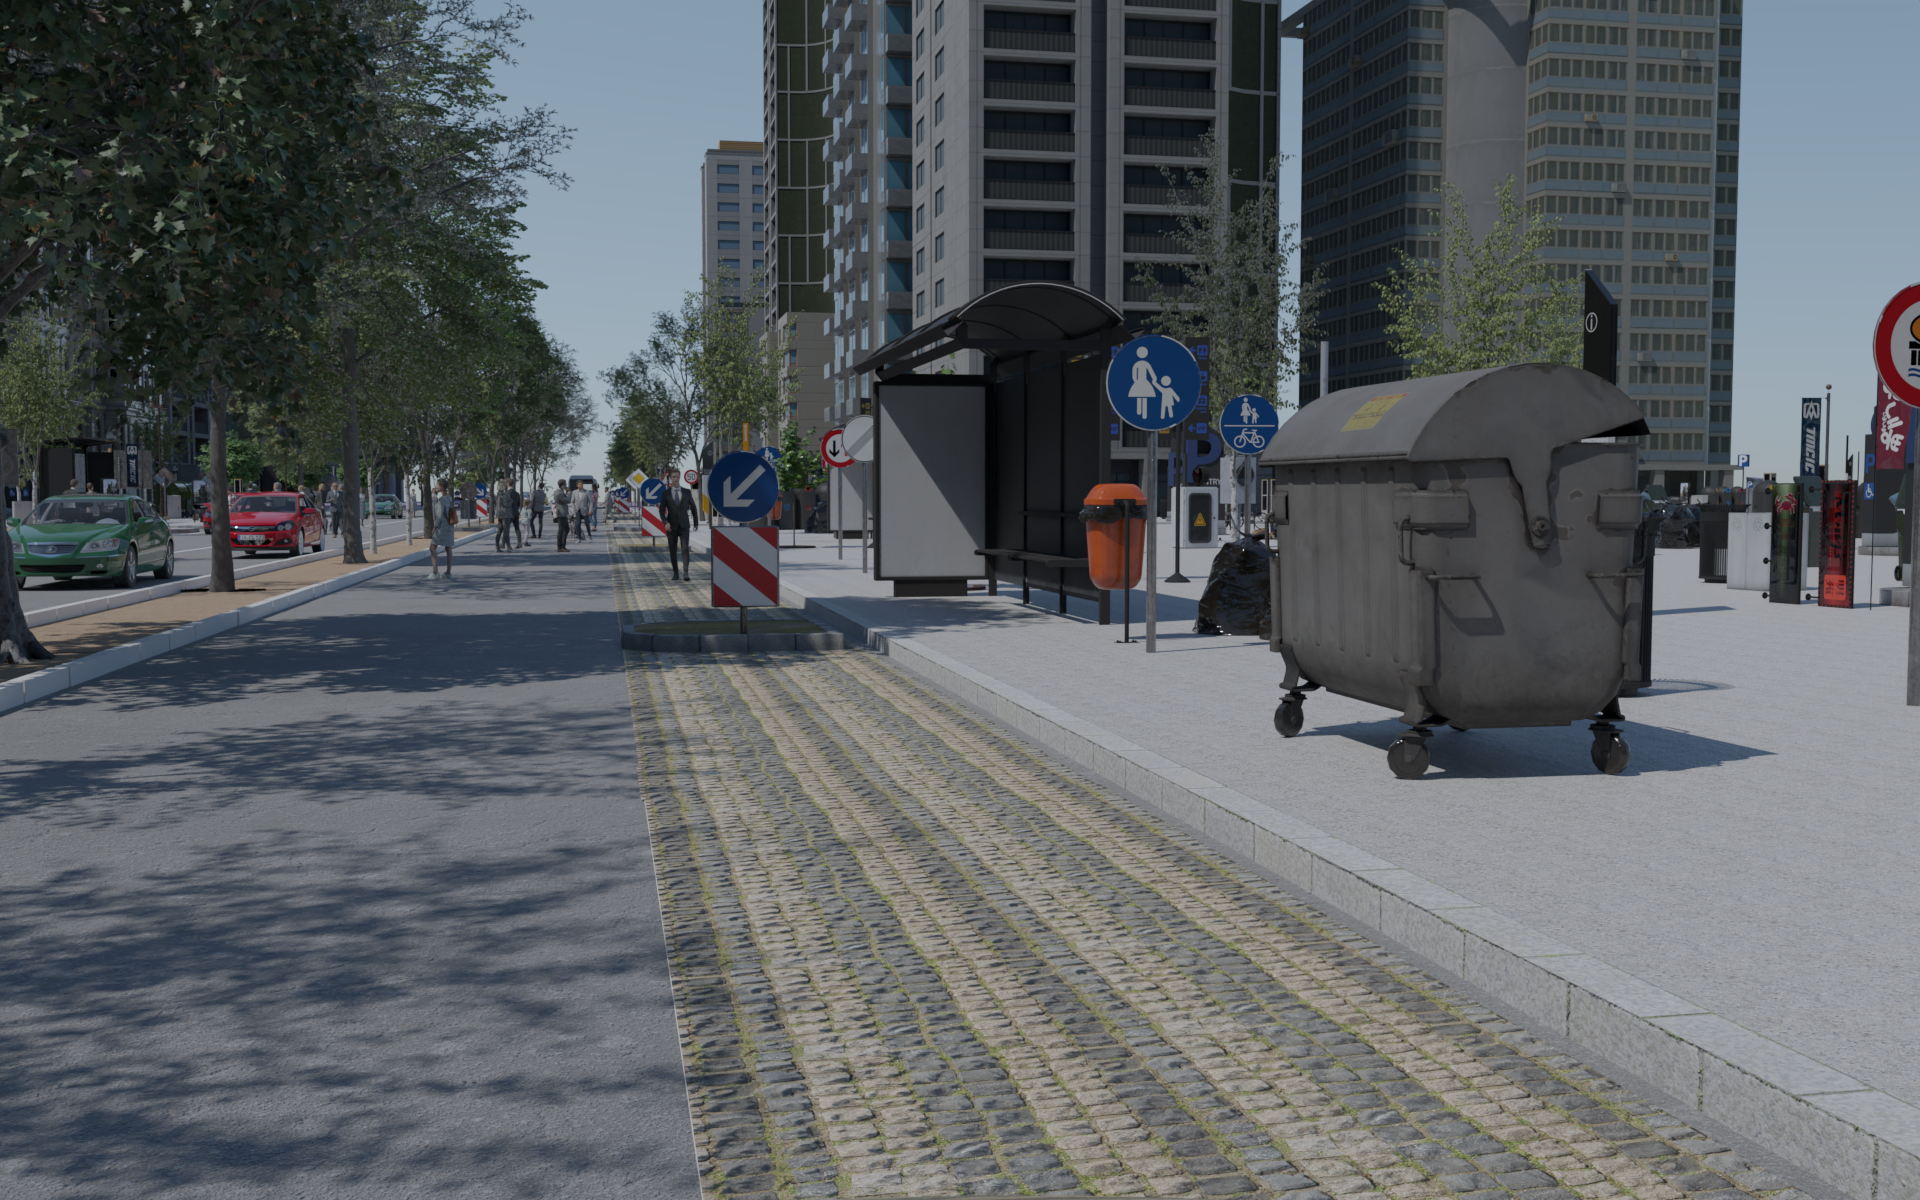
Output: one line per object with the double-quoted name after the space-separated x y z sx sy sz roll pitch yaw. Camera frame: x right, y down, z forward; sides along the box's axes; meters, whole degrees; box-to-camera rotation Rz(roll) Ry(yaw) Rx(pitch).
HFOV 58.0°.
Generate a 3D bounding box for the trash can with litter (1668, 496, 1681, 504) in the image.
26.982 -3.377 66.266 1.678 1.210 2.233 -3 5 -40 "trash can with litter"

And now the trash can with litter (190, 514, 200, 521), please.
-36.757 -4.440 83.989 1.055 1.170 0.624 -2 4 -31 "trash can with litter"

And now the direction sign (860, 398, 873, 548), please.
-2.039 -2.997 41.002 0.379 3.537 0.876 3 5 42 "direction sign"

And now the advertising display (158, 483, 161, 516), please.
-41.061 -5.117 88.882 0.123 1.923 0.974 -2 4 -24 "advertising display"

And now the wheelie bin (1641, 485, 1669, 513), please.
23.414 -3.096 58.524 0.980 1.594 0.693 -1 4 -15 "wheelie bin"

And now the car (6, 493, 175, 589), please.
-13.920 -0.977 27.767 2.131 1.459 4.920 -1 4 -14 "car"

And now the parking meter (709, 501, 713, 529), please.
-8.972 -3.524 63.330 0.399 1.863 0.255 0 4 1 "parking meter"

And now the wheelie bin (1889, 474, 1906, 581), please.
14.155 -1.072 25.428 0.693 1.594 0.980 -3 5 -41 "wheelie bin"

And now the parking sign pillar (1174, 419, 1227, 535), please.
7.659 -4.030 54.362 1.447 3.967 1.447 0 4 -4 "parking sign pillar"

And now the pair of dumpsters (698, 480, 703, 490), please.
-18.071 -7.506 125.223 1.574 2.255 4.437 -1 4 -12 "pair of dumpsters"

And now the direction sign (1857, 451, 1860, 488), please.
47.763 -6.124 92.131 0.379 3.537 0.876 2 4 25 "direction sign"

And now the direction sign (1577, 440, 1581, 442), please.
18.872 -3.689 52.308 0.876 3.537 0.379 -3 4 -36 "direction sign"

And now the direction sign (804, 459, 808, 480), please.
-9.866 -7.118 108.370 0.876 3.537 0.379 -3 5 -41 "direction sign"

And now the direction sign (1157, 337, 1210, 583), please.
3.158 -2.022 25.062 0.876 3.537 0.379 0 4 3 "direction sign"

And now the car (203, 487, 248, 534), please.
-26.302 -3.307 63.102 2.155 1.783 4.494 -1 4 -12 "car"

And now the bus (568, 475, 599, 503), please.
-38.009 -11.009 174.853 2.948 3.499 13.247 -1 4 -11 "bus"

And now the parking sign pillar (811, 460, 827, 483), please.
-9.112 -7.678 114.004 1.447 3.967 1.447 -1 4 -10 "parking sign pillar"

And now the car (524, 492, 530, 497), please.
-70.462 -16.669 282.127 1.945 1.707 3.694 -1 4 -13 "car"

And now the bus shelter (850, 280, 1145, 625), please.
0.216 -1.542 19.128 2.014 3.302 5.546 -1 4 -12 "bus shelter"

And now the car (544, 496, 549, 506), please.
-52.729 -12.704 217.929 2.015 1.641 3.980 -1 4 -10 "car"

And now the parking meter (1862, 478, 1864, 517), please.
24.914 -2.548 47.369 0.255 1.863 0.399 -2 4 -26 "parking meter"

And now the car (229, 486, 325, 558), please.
-15.935 -1.898 40.076 2.155 1.783 4.494 -1 4 -11 "car"

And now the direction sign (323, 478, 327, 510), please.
-52.566 -9.244 143.136 0.379 3.537 0.876 -1 4 -22 "direction sign"

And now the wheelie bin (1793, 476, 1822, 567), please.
14.868 -1.381 30.494 0.980 1.594 0.693 -2 4 -23 "wheelie bin"

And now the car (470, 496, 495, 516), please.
-31.289 -6.143 113.010 1.945 1.354 3.894 -1 4 -12 "car"

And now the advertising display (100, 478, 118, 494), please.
-34.789 -4.014 70.840 0.123 1.923 0.974 0 4 7 "advertising display"

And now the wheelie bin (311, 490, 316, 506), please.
-53.612 -8.288 143.411 0.693 1.594 0.980 3 4 36 "wheelie bin"

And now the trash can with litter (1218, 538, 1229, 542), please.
6.756 -2.240 47.682 1.678 1.210 2.233 1 4 10 "trash can with litter"

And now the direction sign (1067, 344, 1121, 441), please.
1.900 -2.039 25.336 0.876 3.537 0.379 0 4 2 "direction sign"

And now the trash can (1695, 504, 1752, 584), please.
11.002 -0.816 24.995 0.748 1.137 0.748 0 3 0 "trash can"

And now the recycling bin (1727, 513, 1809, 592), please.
10.813 -0.651 23.194 0.722 1.027 0.722 -1 4 -21 "recycling bin"

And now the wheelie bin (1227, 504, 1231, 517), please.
12.998 -4.582 82.821 0.980 1.594 0.693 1 4 14 "wheelie bin"

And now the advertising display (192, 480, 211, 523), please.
-34.123 -4.461 78.151 0.974 1.923 0.123 -3 5 -43 "advertising display"

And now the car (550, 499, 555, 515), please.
-26.992 -6.494 118.537 2.083 1.381 4.827 -1 4 -12 "car"

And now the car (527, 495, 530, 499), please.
-50.766 -11.920 206.889 2.014 1.417 4.499 -1 4 -12 "car"

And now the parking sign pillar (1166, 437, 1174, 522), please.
10.338 -5.647 80.804 1.447 3.967 1.447 3 4 37 "parking sign pillar"

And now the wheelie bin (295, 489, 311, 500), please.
-46.117 -6.913 120.933 0.693 1.594 0.980 3 5 40 "wheelie bin"

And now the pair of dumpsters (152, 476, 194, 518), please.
-41.967 -5.507 92.536 1.574 2.255 4.437 -1 4 -12 "pair of dumpsters"

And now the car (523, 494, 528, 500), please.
-67.972 -15.709 269.209 2.083 1.381 4.827 -1 4 -12 "car"

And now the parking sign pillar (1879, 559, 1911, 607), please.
11.387 -1.916 19.803 1.447 3.967 1.447 0 4 0 "parking sign pillar"

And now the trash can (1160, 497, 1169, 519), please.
10.556 -4.706 88.592 0.748 1.137 0.748 0 3 0 "trash can"

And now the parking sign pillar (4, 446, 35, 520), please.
-50.609 -6.421 93.461 1.447 3.967 1.447 -1 4 -14 "parking sign pillar"

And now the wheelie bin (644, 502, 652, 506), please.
-24.248 -7.768 134.916 0.693 1.594 0.980 -2 4 -35 "wheelie bin"

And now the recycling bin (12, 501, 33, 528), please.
-32.371 -2.899 59.949 0.722 1.027 0.722 -2 4 -30 "recycling bin"

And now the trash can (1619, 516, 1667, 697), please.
4.128 0.032 11.127 0.748 1.137 0.748 0 3 0 "trash can"

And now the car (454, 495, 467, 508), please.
-44.306 -8.545 152.288 1.945 1.354 3.894 -1 4 -12 "car"

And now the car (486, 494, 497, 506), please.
-56.507 -12.182 208.214 2.155 1.783 4.494 -1 4 -11 "car"

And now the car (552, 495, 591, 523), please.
-19.509 -4.578 87.208 2.083 1.381 4.827 -1 4 -11 "car"

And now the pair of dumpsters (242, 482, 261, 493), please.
-41.081 -5.891 98.809 1.574 2.255 4.437 -1 4 -12 "pair of dumpsters"

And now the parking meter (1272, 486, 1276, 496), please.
10.158 -2.870 55.338 0.372 1.533 0.369 0 3 0 "parking meter"

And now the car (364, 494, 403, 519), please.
-33.522 -5.432 100.607 2.131 1.459 4.920 -1 4 -11 "car"

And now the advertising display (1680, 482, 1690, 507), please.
39.700 -5.483 94.856 0.123 1.923 0.974 0 4 -2 "advertising display"
